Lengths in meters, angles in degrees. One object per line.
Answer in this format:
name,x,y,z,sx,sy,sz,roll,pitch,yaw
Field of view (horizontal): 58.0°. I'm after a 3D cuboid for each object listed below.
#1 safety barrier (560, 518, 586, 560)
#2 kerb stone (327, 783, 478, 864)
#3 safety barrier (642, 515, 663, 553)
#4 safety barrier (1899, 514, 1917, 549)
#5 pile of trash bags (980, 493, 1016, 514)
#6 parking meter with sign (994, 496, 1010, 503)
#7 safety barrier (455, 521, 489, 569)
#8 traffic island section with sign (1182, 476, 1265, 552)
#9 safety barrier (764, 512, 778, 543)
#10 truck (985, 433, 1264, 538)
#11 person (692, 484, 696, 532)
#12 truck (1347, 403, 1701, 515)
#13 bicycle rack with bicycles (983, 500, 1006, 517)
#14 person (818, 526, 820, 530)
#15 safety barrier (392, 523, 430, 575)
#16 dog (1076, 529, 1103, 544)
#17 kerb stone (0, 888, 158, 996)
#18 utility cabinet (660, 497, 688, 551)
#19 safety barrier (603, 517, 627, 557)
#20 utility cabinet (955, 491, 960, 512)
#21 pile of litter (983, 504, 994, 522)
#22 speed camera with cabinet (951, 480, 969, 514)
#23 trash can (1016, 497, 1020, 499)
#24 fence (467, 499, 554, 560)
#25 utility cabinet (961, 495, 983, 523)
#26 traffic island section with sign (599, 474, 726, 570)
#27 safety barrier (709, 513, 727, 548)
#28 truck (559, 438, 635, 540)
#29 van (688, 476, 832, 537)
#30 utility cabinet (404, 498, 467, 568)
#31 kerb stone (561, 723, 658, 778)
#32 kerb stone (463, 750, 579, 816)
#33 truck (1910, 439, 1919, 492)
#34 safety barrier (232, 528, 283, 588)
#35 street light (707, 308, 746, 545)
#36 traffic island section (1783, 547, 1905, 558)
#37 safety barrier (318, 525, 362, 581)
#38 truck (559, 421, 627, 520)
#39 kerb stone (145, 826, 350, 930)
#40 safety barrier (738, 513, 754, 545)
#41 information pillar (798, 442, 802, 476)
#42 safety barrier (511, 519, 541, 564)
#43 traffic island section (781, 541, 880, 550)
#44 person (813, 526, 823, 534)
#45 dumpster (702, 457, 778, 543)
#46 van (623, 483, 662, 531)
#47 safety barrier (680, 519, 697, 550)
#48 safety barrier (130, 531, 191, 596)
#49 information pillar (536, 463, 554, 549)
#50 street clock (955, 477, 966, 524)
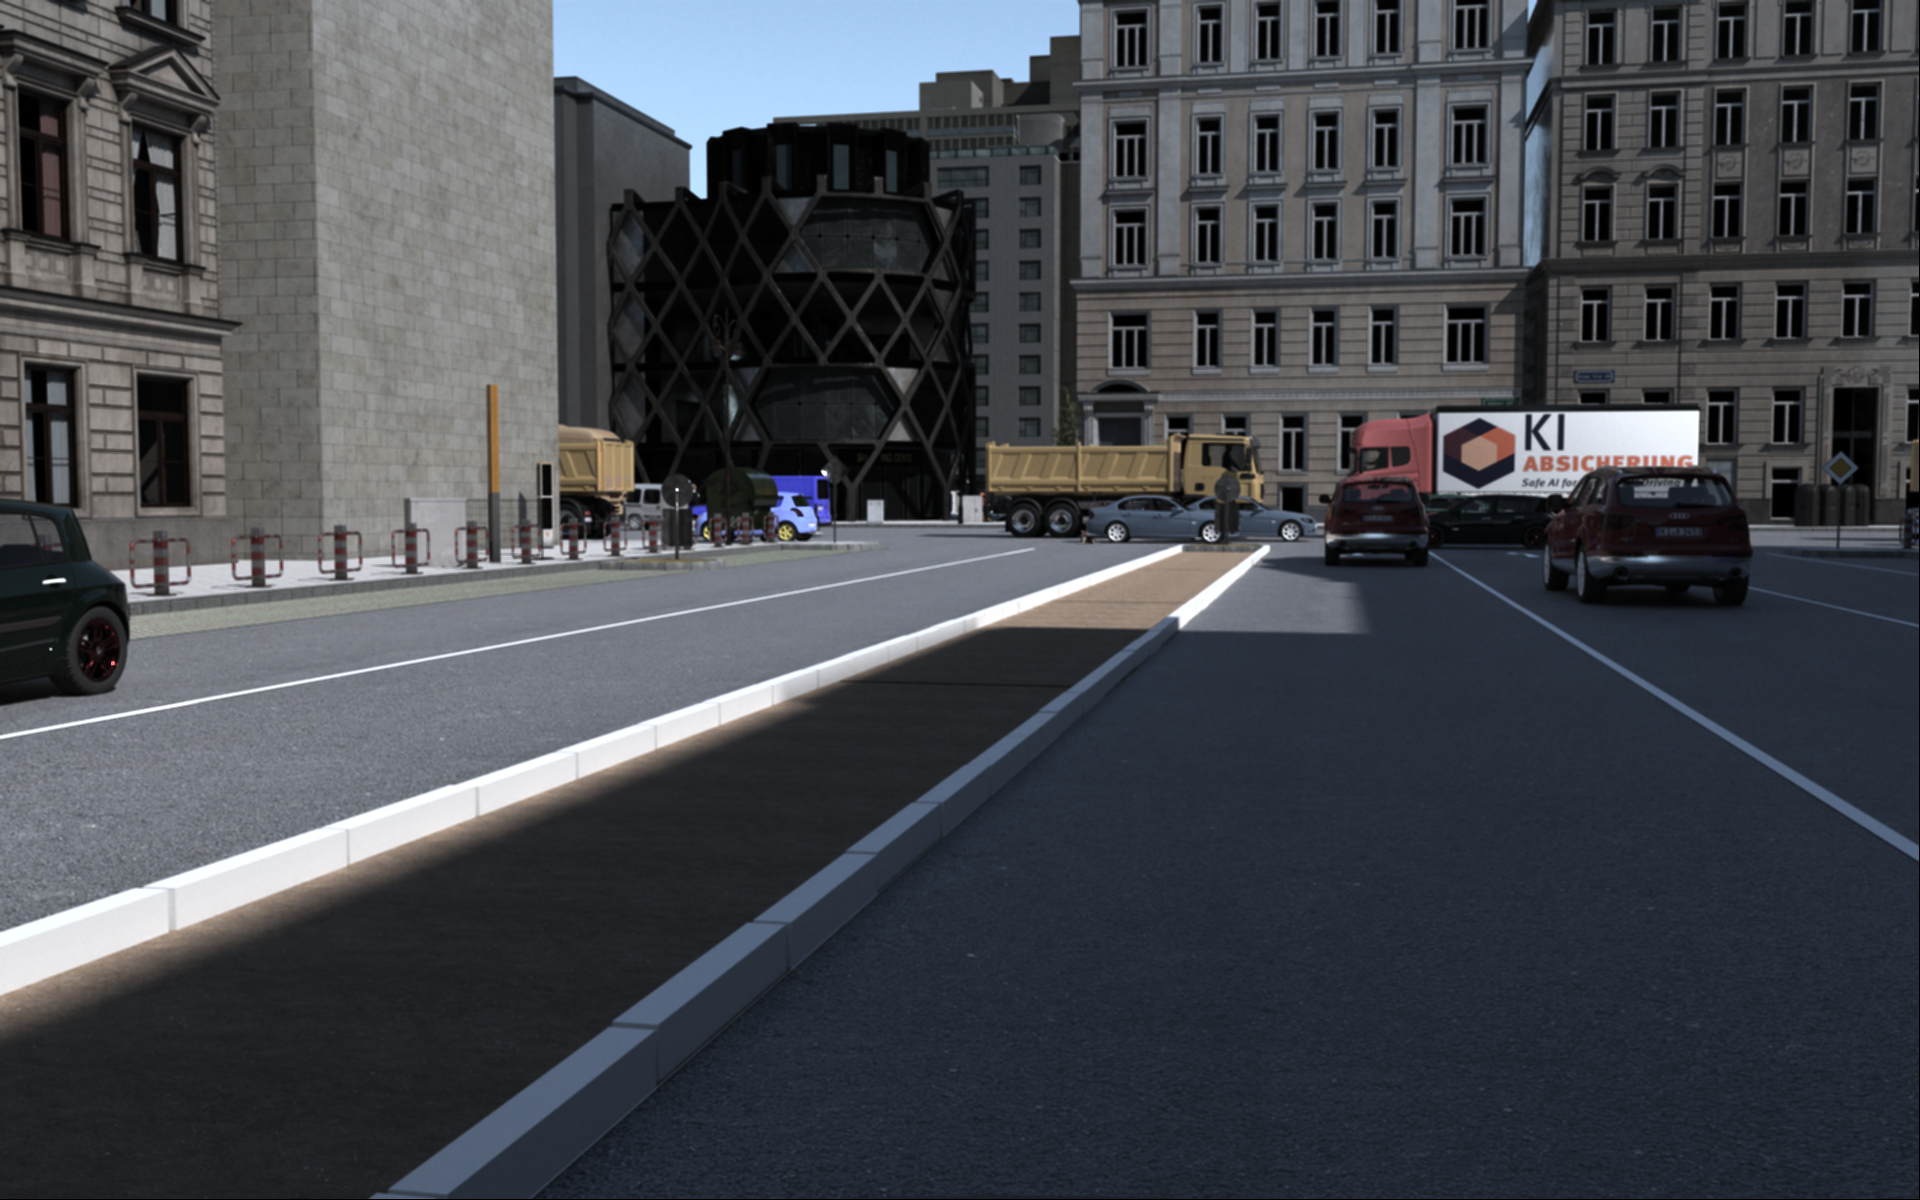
safety barrier,-7.495,-1.181,33.585,0.300,0.817,1.120,1,4,12
kerb stone,-2.296,0.922,7.147,0.120,0.150,1.000,1,4,12
safety barrier,-6.645,-1.421,37.513,0.300,0.817,1.120,1,4,12
safety barrier,22.104,-1.597,40.383,0.300,0.817,1.120,1,4,12
pile of trash bags,2.321,-6.173,110.677,1.912,1.369,3.447,3,5,43
parking meter with sign,3.076,-7.499,118.865,0.543,3.016,1.738,3,5,42
safety barrier,-8.350,-0.940,29.643,0.300,0.817,1.120,1,4,12
traffic island section with sign,6.665,-2.163,43.508,2.006,1.907,1.989,1,4,12
safety barrier,-4.946,-1.902,45.365,0.300,0.817,1.120,1,4,12
truck,5.850,-3.719,56.735,9.791,3.379,3.469,1,4,13
person,-9.522,-3.246,61.794,0.478,1.798,0.641,2,4,34
truck,17.551,-4.087,55.730,11.283,4.237,2.839,1,4,11
bicycle rack with bicycles,1.611,-5.108,96.890,2.852,0.926,2.925,2,4,33
person,-5.603,-3.476,65.886,0.990,1.755,0.434,1,4,19
safety barrier,-8.771,-0.820,27.683,0.300,0.817,1.120,1,4,12
dog,3.734,-1.824,50.013,0.748,0.427,0.550,1,4,11
kerb stone,-2.732,1.043,5.142,0.120,0.150,1.000,1,4,12
utility cabinet,-6.552,-1.752,39.814,0.306,1.237,1.020,1,4,12
safety barrier,-7.073,-1.301,35.545,0.300,0.817,1.120,1,4,12
utility cabinet,-0.046,-6.842,120.538,1.173,1.500,0.318,-1,4,-10
pile of litter,1.031,-4.021,79.703,1.176,0.858,1.719,1,4,9
speed camera with cabinet,-0.318,-7.081,110.117,2.038,3.252,0.660,-1,4,-13
trash can,3.312,-4.918,92.057,0.748,1.137,0.748,0,3,0
fence,-9.066,-1.418,34.389,2.264,1.192,0.480,2,4,31
utility cabinet,0.509,-4.085,77.956,1.020,1.237,0.306,-2,4,-25
traffic island section with sign,-5.604,-1.505,33.231,1.989,1.847,2.006,1,4,12
safety barrier,-5.792,-1.662,41.445,0.300,0.817,1.120,1,4,12
truck,-15.372,-3.619,55.097,9.791,3.379,3.469,1,4,13
van,-7.037,-3.304,58.405,5.245,2.365,2.240,1,4,10
utility cabinet,-9.193,-1.175,30.378,1.020,1.237,0.306,-3,4,-37
kerb stone,-1.860,0.803,9.152,0.120,0.150,1.000,1,4,12
kerb stone,-2.076,0.867,8.150,0.120,0.150,1.000,1,4,12
truck,34.237,-3.432,52.041,9.791,3.379,3.469,1,4,11
safety barrier,-9.625,-0.579,23.746,0.300,0.817,1.120,1,4,12
street light,-5.795,-4.304,43.164,0.468,5.910,1.993,1,4,12
traffic island section,20.440,-1.102,40.292,2.009,0.180,2.903,1,4,12
safety barrier,-9.196,-0.700,25.717,0.300,0.817,1.120,1,4,12
truck,-17.342,-4.580,63.797,11.283,4.237,2.839,1,4,11
kerb stone,-2.507,0.982,6.143,0.120,0.150,1.000,1,4,12
safety barrier,-5.371,-1.782,43.406,0.300,0.817,1.120,1,4,12
information pillar,-7.230,-5.314,78.242,0.183,3.616,0.504,-1,4,-17
safety barrier,-7.920,-1.061,31.625,0.300,0.817,1.120,1,4,12
traffic island section,-3.303,-1.415,45.417,2.009,0.180,2.903,1,4,12
person,-5.070,-3.252,61.797,0.434,1.807,0.598,3,5,41
dumpster,-5.805,-2.638,45.627,1.502,2.255,1.985,1,4,12
van,-11.282,-3.757,68.444,4.112,2.044,2.013,1,4,13
safety barrier,-6.217,-1.542,39.486,0.300,0.817,1.120,1,4,12
safety barrier,-10.049,-0.459,21.785,0.300,0.817,1.120,1,4,12
information pillar,-9.773,-2.220,40.796,0.304,2.012,0.304,-2,4,-32
street clock,0.025,-4.264,74.284,0.471,2.002,0.358,-1,4,-11
